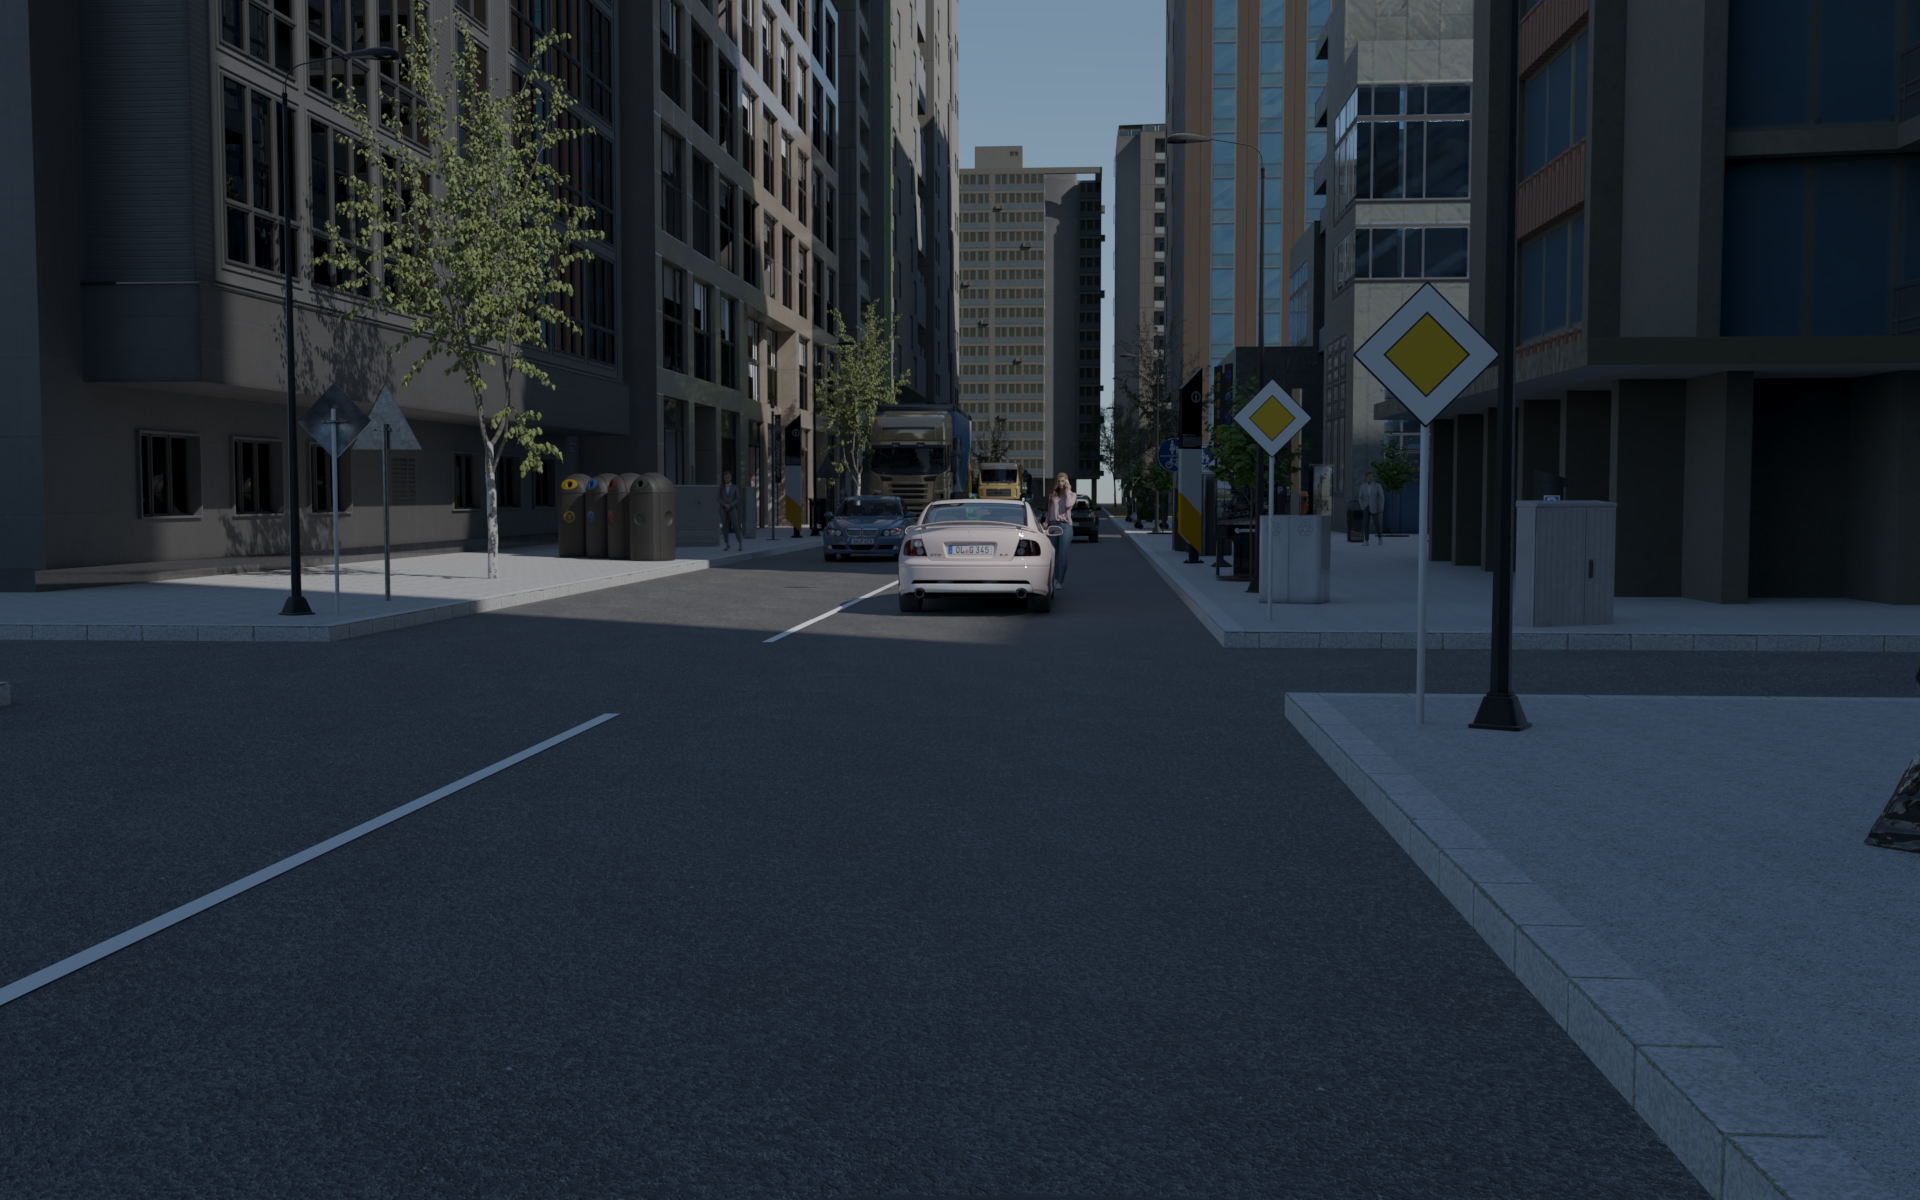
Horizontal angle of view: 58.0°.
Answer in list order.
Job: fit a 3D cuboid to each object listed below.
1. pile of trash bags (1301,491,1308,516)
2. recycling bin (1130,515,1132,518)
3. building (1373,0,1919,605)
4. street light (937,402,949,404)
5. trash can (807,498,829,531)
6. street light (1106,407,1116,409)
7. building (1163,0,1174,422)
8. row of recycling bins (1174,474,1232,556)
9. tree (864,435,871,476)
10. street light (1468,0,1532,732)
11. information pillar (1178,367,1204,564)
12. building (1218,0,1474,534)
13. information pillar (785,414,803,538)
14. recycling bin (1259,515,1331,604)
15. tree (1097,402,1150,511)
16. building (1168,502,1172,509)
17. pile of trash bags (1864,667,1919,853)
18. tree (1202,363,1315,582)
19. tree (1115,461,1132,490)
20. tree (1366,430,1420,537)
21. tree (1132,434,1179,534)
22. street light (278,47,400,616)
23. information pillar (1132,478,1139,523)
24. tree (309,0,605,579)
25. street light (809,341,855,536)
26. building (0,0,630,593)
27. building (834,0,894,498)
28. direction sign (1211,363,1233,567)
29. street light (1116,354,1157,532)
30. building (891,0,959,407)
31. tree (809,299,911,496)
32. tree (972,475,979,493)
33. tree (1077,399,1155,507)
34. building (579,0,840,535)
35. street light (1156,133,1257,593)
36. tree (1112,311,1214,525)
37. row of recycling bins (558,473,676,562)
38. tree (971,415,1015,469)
[{"bbox_3d":[10.332,-2.641,52.925,1.912,1.369,3.447,1,4,15],"label":"pile of trash bags"},{"bbox_3d":[9.216,-4.697,89.355,0.722,1.027,0.722,2,4,32],"label":"recycling bin"},{"bbox_3d":[22.084,-22.803,27.459,28.867,44.769,22.147,0,4,4],"label":"building"},{"bbox_3d":[-1.268,-7.034,87.539,1.470,5.913,1.316,0,4,4],"label":"street light"},{"bbox_3d":[-4.933,-2.965,60.125,0.748,1.137,0.748,0,3,0],"label":"trash can"},{"bbox_3d":[8.490,-7.335,92.463,1.470,5.913,1.316,0,4,4],"label":"street light"},{"bbox_3d":[28.794,-32.749,124.681,28.713,52.752,27.495,0,4,4],"label":"building"},{"bbox_3d":[5.300,-1.861,37.537,1.069,1.692,3.534,0,4,1],"label":"row of recycling bins"},{"bbox_3d":[-2.940,-6.075,83.035,4.285,4.588,4.351,0,3,0],"label":"tree"},{"bbox_3d":[2.433,-2.254,9.399,1.470,5.913,1.316,0,4,4],"label":"street light"},{"bbox_3d":[4.255,-2.481,31.913,0.504,3.616,0.183,-2,4,-29],"label":"information pillar"},{"bbox_3d":[22.798,-46.170,67.555,22.319,86.520,31.000,0,4,4],"label":"building"},{"bbox_3d":[-4.859,-3.624,50.604,0.504,3.616,0.183,0,4,1],"label":"information pillar"},{"bbox_3d":[3.976,-0.489,20.546,0.722,1.027,0.722,1,4,22],"label":"recycling bin"},{"bbox_3d":[12.680,-11.249,134.283,4.737,8.622,4.395,0,3,0],"label":"tree"},{"bbox_3d":[33.044,-28.051,150.516,32.217,40.220,23.993,0,4,4],"label":"building"},{"bbox_3d":[4.424,0.284,5.105,1.912,1.369,3.447,0,4,-8],"label":"pile of trash bags"},{"bbox_3d":[4.456,-1.902,25.695,1.663,3.219,1.824,0,3,0],"label":"tree"},{"bbox_3d":[8.731,-5.543,85.226,1.663,3.219,1.824,0,3,0],"label":"tree"},{"bbox_3d":[12.981,-3.523,52.204,1.663,3.219,1.824,0,3,0],"label":"tree"},{"bbox_3d":[6.642,-3.730,55.582,1.663,3.219,1.824,0,3,0],"label":"tree"},{"bbox_3d":[-6.515,-2.792,18.196,1.470,5.913,1.316,0,4,4],"label":"street light"},{"bbox_3d":[7.826,-4.441,77.105,0.304,2.012,0.304,0,4,6],"label":"information pillar"},{"bbox_3d":[-7.178,-4.615,25.824,4.737,8.622,4.395,0,3,0],"label":"tree"},{"bbox_3d":[-3.890,-4.908,52.788,1.470,5.913,1.316,0,4,4],"label":"street light"},{"bbox_3d":[-16.469,-14.704,33.912,14.314,27.812,24.014,0,4,4],"label":"building"},{"bbox_3d":[-11.640,-25.555,101.424,14.154,41.232,14.086,0,4,4],"label":"building"},{"bbox_3d":[4.612,-2.350,30.422,0.379,3.537,0.876,-1,4,-11],"label":"direction sign"},{"bbox_3d":[5.991,-5.191,57.420,1.470,5.913,1.316,0,4,4],"label":"street light"},{"bbox_3d":[-13.988,-34.446,152.425,27.495,52.752,28.713,0,4,4],"label":"building"},{"bbox_3d":[-3.893,-7.076,66.051,4.737,8.622,4.395,0,3,0],"label":"tree"},{"bbox_3d":[1.726,-9.614,151.795,1.663,3.219,1.824,0,3,0],"label":"tree"},{"bbox_3d":[15.265,-14.339,168.861,8.767,10.594,7.601,1,4,17],"label":"tree"},{"bbox_3d":[-16.385,-15.816,63.106,19.350,26.468,34.151,0,4,4],"label":"building"},{"bbox_3d":[3.354,-3.052,22.445,1.470,5.913,1.316,0,4,4],"label":"street light"},{"bbox_3d":[8.296,-7.344,70.430,4.360,8.622,3.978,0,3,0],"label":"tree"},{"bbox_3d":[-6.811,-1.665,34.332,1.069,1.692,3.534,-3,5,-43],"label":"row of recycling bins"},{"bbox_3d":[2.885,-12.674,157.576,4.360,8.622,3.978,0,3,0],"label":"tree"}]
